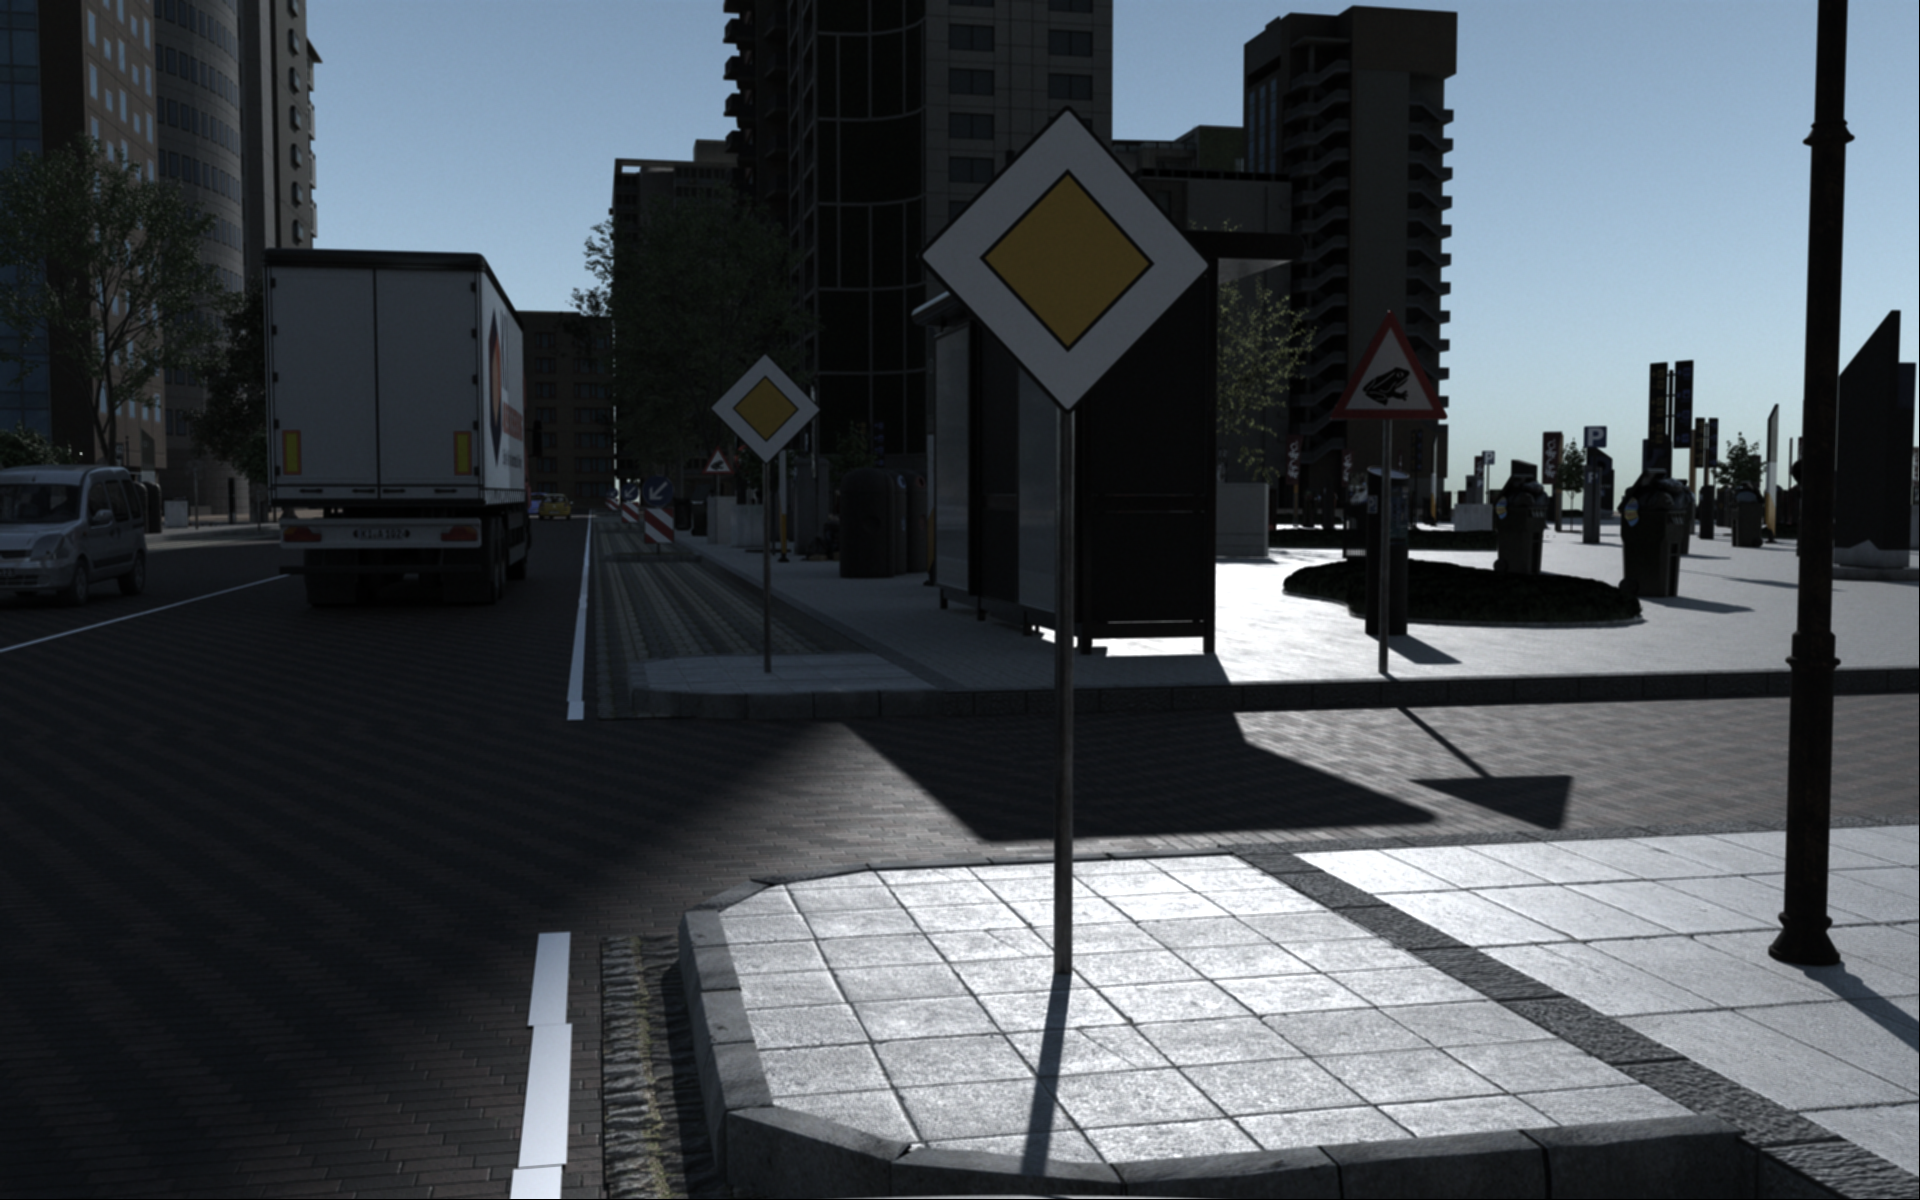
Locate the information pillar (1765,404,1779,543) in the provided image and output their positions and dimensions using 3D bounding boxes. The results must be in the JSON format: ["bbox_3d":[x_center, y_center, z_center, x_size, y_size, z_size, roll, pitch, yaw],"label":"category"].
[{"bbox_3d":[21.070,-3.278,44.952,0.504,3.616,0.183,-3,5,-44],"label":"information pillar"}]

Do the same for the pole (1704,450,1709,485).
[{"bbox_3d":[34.312,-5.247,79.634,0.158,3.312,0.155,0,3,0],"label":"pole"}]

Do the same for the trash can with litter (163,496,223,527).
[{"bbox_3d":[-30.385,-3.518,68.572,2.233,1.210,1.678,-2,4,-28],"label":"trash can with litter"}]

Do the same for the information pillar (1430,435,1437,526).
[{"bbox_3d":[18.902,-4.754,69.082,0.183,3.616,0.504,2,4,29],"label":"information pillar"}]

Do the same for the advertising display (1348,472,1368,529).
[{"bbox_3d":[11.777,-2.781,50.682,0.123,1.923,0.974,-3,5,-40],"label":"advertising display"}]

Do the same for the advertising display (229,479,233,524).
[{"bbox_3d":[-30.919,-4.173,73.444,0.123,1.923,0.974,-1,4,-23],"label":"advertising display"}]

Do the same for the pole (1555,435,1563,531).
[{"bbox_3d":[20.534,-4.007,59.352,0.158,3.312,0.155,0,3,0],"label":"pole"}]

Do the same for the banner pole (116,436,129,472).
[{"bbox_3d":[-35.966,-5.161,74.393,0.401,3.779,0.863,3,5,45],"label":"banner pole"}]

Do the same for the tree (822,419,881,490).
[{"bbox_3d":[-2.897,-3.084,45.022,1.663,3.219,1.824,0,3,0],"label":"tree"}]

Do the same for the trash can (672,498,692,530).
[{"bbox_3d":[-9.786,-3.029,61.177,0.748,1.137,0.748,0,3,0],"label":"trash can"}]

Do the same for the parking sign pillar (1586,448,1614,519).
[{"bbox_3d":[32.813,-6.136,88.792,1.447,3.967,1.447,0,4,-2],"label":"parking sign pillar"}]

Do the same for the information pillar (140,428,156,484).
[{"bbox_3d":[-28.970,-4.308,61.790,0.183,3.616,0.504,3,4,38],"label":"information pillar"}]

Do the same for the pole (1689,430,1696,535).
[{"bbox_3d":[23.195,-3.731,54.843,0.158,3.312,0.155,0,3,0],"label":"pole"}]

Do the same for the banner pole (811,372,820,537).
[{"bbox_3d":[-2.959,-2.772,35.336,0.401,3.779,0.863,0,4,6],"label":"banner pole"}]

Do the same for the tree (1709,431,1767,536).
[{"bbox_3d":[23.910,-3.594,53.361,1.663,3.219,1.824,0,3,0],"label":"tree"}]

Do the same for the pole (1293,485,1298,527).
[{"bbox_3d":[12.991,-4.471,66.949,0.158,3.312,0.155,0,3,0],"label":"pole"}]

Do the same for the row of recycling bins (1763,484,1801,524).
[{"bbox_3d":[35.193,-4.088,73.958,3.534,1.692,1.069,2,4,28],"label":"row of recycling bins"}]

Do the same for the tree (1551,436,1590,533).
[{"bbox_3d":[20.656,-3.882,58.075,1.663,3.219,1.824,0,3,0],"label":"tree"}]

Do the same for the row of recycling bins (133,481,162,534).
[{"bbox_3d":[-26.741,-2.946,55.276,1.069,1.692,3.534,1,4,10],"label":"row of recycling bins"}]

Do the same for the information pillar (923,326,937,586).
[{"bbox_3d":[-0.333,-2.000,24.061,0.183,3.616,0.504,-1,4,-23],"label":"information pillar"}]

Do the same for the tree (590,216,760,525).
[{"bbox_3d":[-11.287,-9.332,70.703,7.486,12.596,7.792,0,3,0],"label":"tree"}]

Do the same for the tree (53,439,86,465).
[{"bbox_3d":[-31.517,-4.075,61.231,1.663,3.219,1.824,0,3,0],"label":"tree"}]

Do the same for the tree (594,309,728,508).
[{"bbox_3d":[-13.630,-9.001,81.573,7.601,10.594,8.767,-1,4,-13],"label":"tree"}]

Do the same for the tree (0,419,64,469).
[{"bbox_3d":[-41.086,-5.627,75.711,4.285,4.588,4.351,0,3,0],"label":"tree"}]

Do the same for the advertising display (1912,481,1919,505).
[{"bbox_3d":[46.388,-4.788,83.490,0.974,1.923,0.123,0,4,-6],"label":"advertising display"}]

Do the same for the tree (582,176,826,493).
[{"bbox_3d":[-8.382,-8.099,58.179,9.928,11.665,9.643,0,3,0],"label":"tree"}]

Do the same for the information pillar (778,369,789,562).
[{"bbox_3d":[-3.351,-2.529,32.698,0.183,3.616,0.504,-1,4,-12],"label":"information pillar"}]

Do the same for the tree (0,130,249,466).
[{"bbox_3d":[-25.281,-7.662,51.036,9.928,11.665,9.643,0,3,0],"label":"tree"}]

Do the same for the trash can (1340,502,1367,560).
[{"bbox_3d":[7.611,-1.307,33.020,0.748,1.137,0.748,0,3,0],"label":"trash can"}]

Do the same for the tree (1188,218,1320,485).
[{"bbox_3d":[7.096,-5.862,46.211,4.360,8.622,3.978,0,3,0],"label":"tree"}]

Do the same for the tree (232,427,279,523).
[{"bbox_3d":[-30.571,-5.724,77.299,4.285,4.588,4.351,0,3,0],"label":"tree"}]

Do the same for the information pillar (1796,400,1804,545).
[{"bbox_3d":[21.053,-3.154,42.915,0.183,3.616,0.504,-1,4,-21],"label":"information pillar"}]

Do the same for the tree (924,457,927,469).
[{"bbox_3d":[-0.969,-5.081,77.672,1.663,3.219,1.824,0,3,0],"label":"tree"}]

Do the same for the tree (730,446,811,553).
[{"bbox_3d":[-4.369,-2.679,38.408,1.663,3.219,1.824,0,3,0],"label":"tree"}]

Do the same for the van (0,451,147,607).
[{"bbox_3d":[-12.255,-0.991,23.211,2.013,2.044,4.112,-1,4,-11],"label":"van"}]

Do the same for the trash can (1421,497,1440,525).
[{"bbox_3d":[19.851,-3.758,73.099,0.748,1.137,0.748,0,3,0],"label":"trash can"}]

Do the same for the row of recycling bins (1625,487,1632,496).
[{"bbox_3d":[37.176,-5.385,95.160,1.069,1.692,3.534,2,4,27],"label":"row of recycling bins"}]

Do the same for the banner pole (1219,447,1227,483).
[{"bbox_3d":[12.162,-5.569,81.075,0.863,3.779,0.401,3,4,39],"label":"banner pole"}]

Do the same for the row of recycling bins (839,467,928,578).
[{"bbox_3d":[-1.095,-1.274,27.950,1.069,1.692,3.534,1,4,16],"label":"row of recycling bins"}]

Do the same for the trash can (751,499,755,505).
[{"bbox_3d":[-6.221,-2.606,54.260,0.748,1.137,0.748,0,3,0],"label":"trash can"}]

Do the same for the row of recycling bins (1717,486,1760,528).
[{"bbox_3d":[29.920,-3.646,66.724,1.069,1.692,3.534,1,4,16],"label":"row of recycling bins"}]

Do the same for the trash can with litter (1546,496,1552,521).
[{"bbox_3d":[27.986,-4.311,81.870,0.624,1.170,1.055,2,4,35],"label":"trash can with litter"}]

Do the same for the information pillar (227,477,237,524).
[{"bbox_3d":[-31.335,-4.284,74.533,0.304,2.012,0.304,-1,4,-16],"label":"information pillar"}]
